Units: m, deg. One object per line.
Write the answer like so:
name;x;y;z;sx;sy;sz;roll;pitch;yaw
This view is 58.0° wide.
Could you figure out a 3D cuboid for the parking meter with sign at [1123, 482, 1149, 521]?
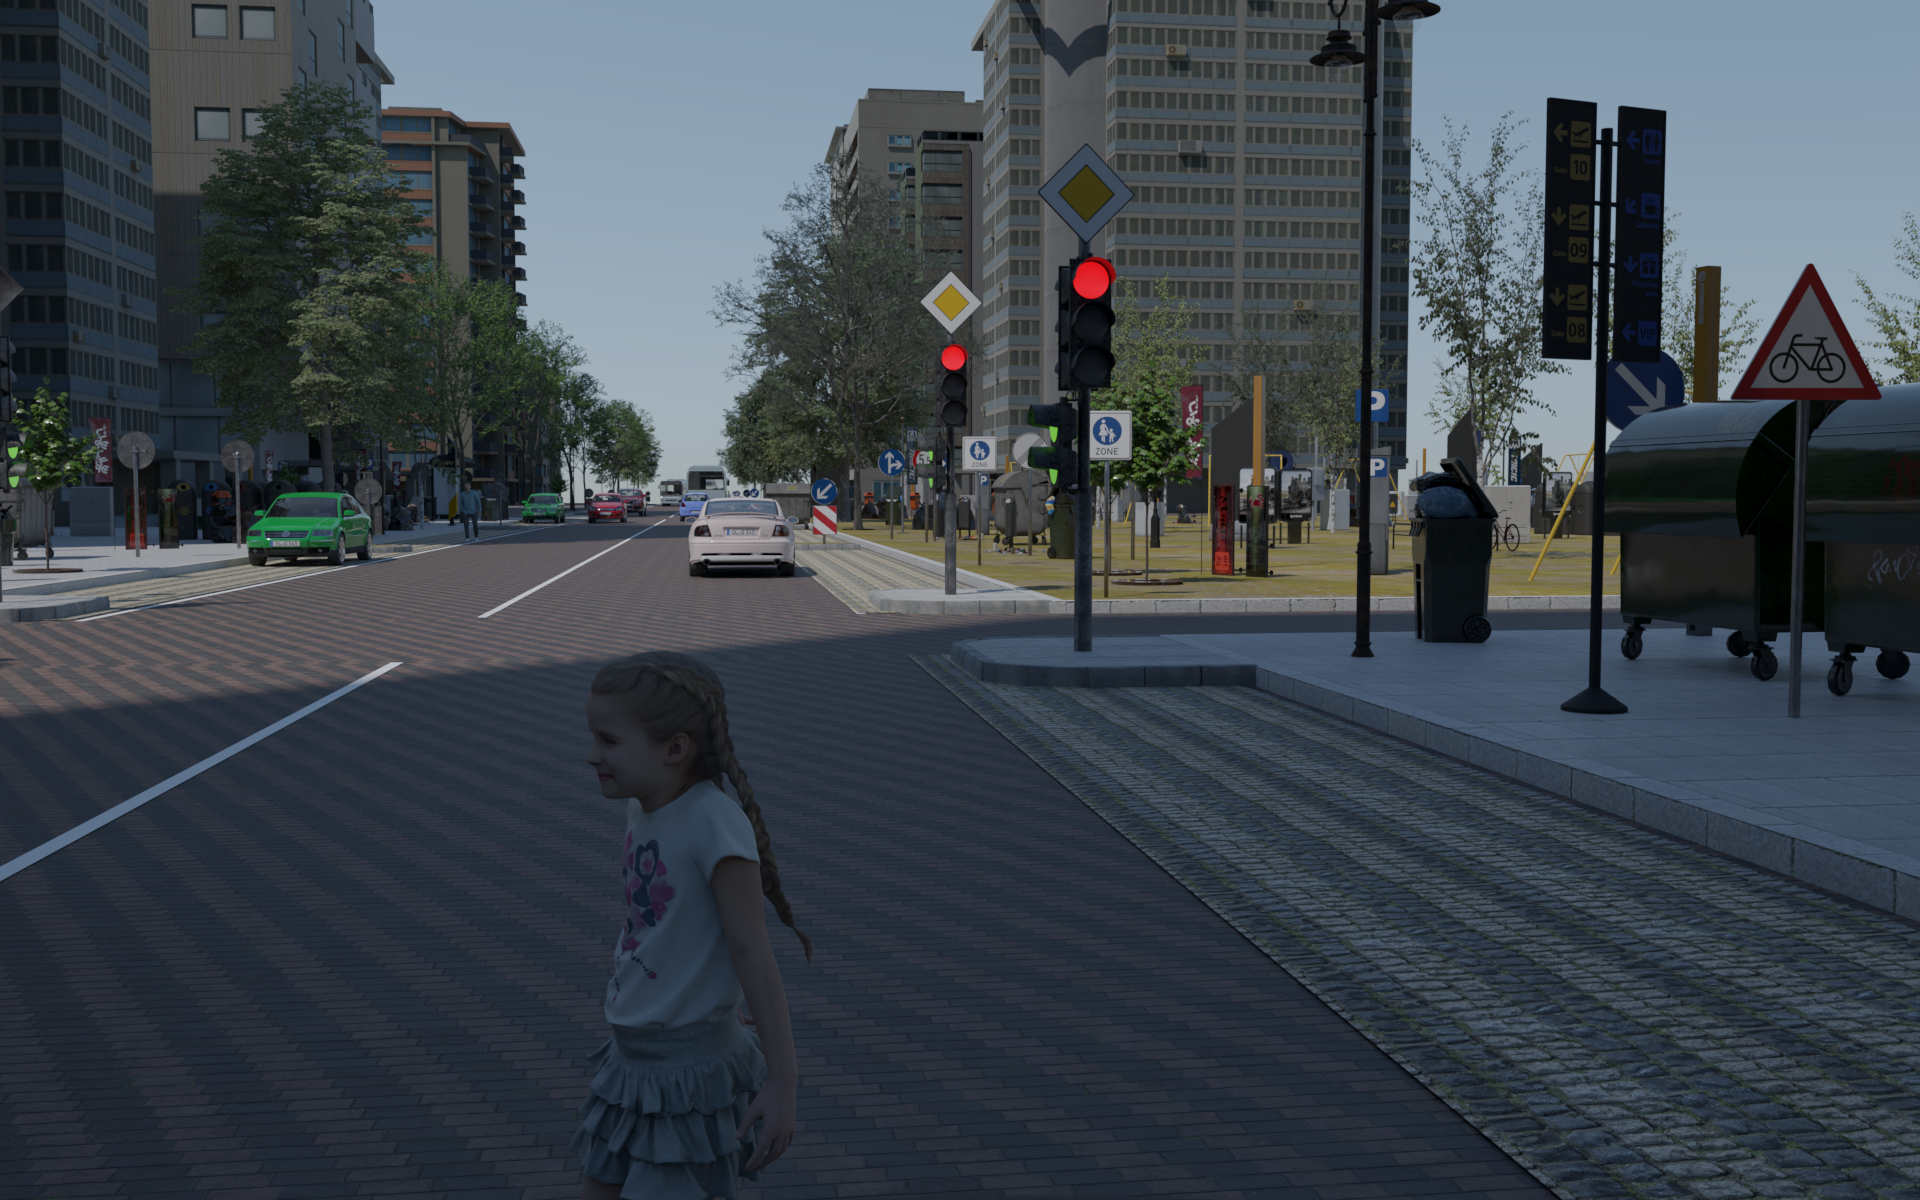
parking meter with sign;8.224;-5.273;82.476;1.738;3.016;0.543;-1;4;-23

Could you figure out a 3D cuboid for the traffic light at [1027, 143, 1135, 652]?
traffic light;0.988;-1.538;14.061;0.839;4.253;0.868;0;4;-8

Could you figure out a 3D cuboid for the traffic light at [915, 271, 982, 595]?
traffic light;-0.138;-2.021;21.967;0.839;4.253;0.868;0;4;-8

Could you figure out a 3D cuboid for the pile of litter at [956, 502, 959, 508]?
pile of litter;-0.470;-4.842;93.127;1.176;0.858;1.719;0;4;-5

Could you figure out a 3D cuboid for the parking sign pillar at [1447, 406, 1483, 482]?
parking sign pillar;15.596;-3.980;53.551;1.447;3.967;1.447;-1;4;-18

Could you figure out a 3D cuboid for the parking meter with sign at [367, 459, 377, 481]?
parking meter with sign;-28.703;-5.390;84.389;0.543;3.016;1.738;-2;4;-29

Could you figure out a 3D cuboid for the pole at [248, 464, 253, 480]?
pole;-32.329;-5.206;78.958;0.158;3.312;0.155;0;3;0

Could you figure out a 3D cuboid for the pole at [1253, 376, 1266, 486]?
pole;5.172;-2.209;29.962;0.158;3.312;0.155;0;3;0

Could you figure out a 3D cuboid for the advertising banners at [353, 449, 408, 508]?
advertising banners;-22.335;-4.316;66.748;2.074;3.025;0.090;0;3;0

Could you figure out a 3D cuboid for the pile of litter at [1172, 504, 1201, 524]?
pile of litter;9.898;-3.769;75.589;1.176;0.858;1.719;-1;4;-11

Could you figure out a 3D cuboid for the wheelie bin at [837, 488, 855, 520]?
wheelie bin;-5.614;-4.710;84.910;0.980;1.594;0.693;-2;4;-29

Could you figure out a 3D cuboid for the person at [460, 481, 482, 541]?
person;-14.775;-2.679;52.315;0.660;1.820;0.620;0;4;-8

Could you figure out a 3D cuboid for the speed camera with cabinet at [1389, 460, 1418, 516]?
speed camera with cabinet;25.816;-6.508;100.737;2.038;3.252;0.660;2;4;32

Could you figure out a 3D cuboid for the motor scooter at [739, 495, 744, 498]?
motor scooter;-27.422;-12.499;217.132;0.815;1.314;1.986;-1;4;-10

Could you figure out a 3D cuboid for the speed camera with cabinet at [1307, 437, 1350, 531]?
speed camera with cabinet;12.847;-4.074;60.950;2.038;3.252;0.660;-3;4;-37

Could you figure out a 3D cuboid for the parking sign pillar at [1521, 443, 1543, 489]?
parking sign pillar;29.940;-6.274;91.050;1.447;3.967;1.447;-1;4;-23

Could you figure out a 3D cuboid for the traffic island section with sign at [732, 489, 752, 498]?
traffic island section with sign;-18.202;-8.461;146.964;1.989;1.847;2.006;0;4;-8

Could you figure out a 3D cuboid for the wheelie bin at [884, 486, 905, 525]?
wheelie bin;-2.677;-3.852;70.881;0.980;1.594;0.693;2;4;24

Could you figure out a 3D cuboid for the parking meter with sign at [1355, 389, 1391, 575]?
parking meter with sign;6.703;-1.944;28.046;0.543;3.016;1.738;1;4;10

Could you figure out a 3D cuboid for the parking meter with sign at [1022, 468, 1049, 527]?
parking meter with sign;3.022;-4.293;66.458;1.738;3.016;0.543;-3;4;-38

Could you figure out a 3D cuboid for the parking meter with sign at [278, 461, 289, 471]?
parking meter with sign;-35.594;-5.855;91.989;0.543;3.016;1.738;0;4;-1

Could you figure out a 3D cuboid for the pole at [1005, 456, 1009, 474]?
pole;2.499;-6.015;92.183;0.158;3.312;0.155;0;3;0

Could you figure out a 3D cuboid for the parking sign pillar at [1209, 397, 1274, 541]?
parking sign pillar;7.580;-3.616;47.587;1.447;3.967;1.447;2;4;30

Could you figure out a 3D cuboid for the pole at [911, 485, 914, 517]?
pole;-2.664;-6.313;97.066;0.158;3.312;0.155;0;3;0

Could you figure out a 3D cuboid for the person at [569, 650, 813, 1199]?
person;-0.341;0.675;2.485;0.382;1.210;0.505;-3;4;-38

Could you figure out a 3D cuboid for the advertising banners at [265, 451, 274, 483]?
advertising banners;-28.164;-4.477;69.388;0.090;3.025;2.074;1;4;19

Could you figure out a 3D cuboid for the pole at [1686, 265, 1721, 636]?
pole;6.706;-1.331;15.612;0.158;3.312;0.155;0;3;0

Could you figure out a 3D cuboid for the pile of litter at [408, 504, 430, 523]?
pile of litter;-24.330;-3.893;77.609;1.719;0.858;1.176;-3;5;-44

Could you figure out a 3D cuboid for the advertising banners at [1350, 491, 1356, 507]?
advertising banners;20.325;-5.729;89.861;2.074;3.025;0.090;-1;4;-22

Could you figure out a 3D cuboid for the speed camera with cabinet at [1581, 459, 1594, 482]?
speed camera with cabinet;26.072;-4.716;71.443;0.660;3.252;2.038;2;4;28

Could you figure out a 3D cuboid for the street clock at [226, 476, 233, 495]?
street clock;-29.436;-3.990;69.808;0.358;2.002;0.471;-2;4;-27

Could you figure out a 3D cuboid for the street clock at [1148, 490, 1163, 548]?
street clock;4.643;-2.237;41.142;0.358;2.002;0.471;2;4;30

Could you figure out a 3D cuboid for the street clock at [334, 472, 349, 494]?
street clock;-20.143;-3.170;56.393;0.358;2.002;0.471;2;4;28

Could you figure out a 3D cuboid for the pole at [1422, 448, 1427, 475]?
pole;20.676;-5.096;77.159;0.158;3.312;0.155;0;3;0

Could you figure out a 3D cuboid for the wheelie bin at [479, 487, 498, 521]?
wheelie bin;-22.304;-4.523;81.862;0.980;1.594;0.693;-3;5;-41

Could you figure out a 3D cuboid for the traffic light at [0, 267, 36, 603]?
traffic light;-11.384;-1.923;20.356;0.839;4.253;0.868;0;4;-8

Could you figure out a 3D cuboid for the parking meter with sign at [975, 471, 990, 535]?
parking meter with sign;0.685;-3.569;54.621;0.543;3.016;1.738;0;4;-3

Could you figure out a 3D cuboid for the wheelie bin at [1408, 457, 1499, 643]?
wheelie bin;4.283;-0.441;15.124;0.693;1.594;0.980;0;4;3

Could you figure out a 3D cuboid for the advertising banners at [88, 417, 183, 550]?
advertising banners;-18.998;-2.676;39.933;0.090;3.025;2.074;3;5;41

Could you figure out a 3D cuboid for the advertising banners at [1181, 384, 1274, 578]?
advertising banners;4.162;-1.897;27.201;0.090;3.025;2.074;-2;4;-35

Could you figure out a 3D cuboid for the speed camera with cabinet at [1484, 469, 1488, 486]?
speed camera with cabinet;18.358;-4.026;60.156;2.038;3.252;0.660;-2;4;-33

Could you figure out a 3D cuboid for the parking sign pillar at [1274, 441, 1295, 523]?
parking sign pillar;14.522;-5.495;78.321;1.447;3.967;1.447;-2;4;-29

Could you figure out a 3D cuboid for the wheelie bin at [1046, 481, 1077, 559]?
wheelie bin;2.172;-1.611;34.254;0.980;1.594;0.693;-3;4;-38

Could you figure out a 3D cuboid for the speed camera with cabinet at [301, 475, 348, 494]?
speed camera with cabinet;-30.366;-5.407;82.742;2.038;3.252;0.660;-3;4;-37

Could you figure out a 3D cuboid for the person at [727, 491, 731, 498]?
person;-27.305;-11.978;204.328;0.705;1.826;1.348;-2;4;-32

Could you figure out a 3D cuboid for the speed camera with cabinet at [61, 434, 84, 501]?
speed camera with cabinet;-29.708;-3.800;56.464;2.038;3.252;0.660;-2;4;-31
